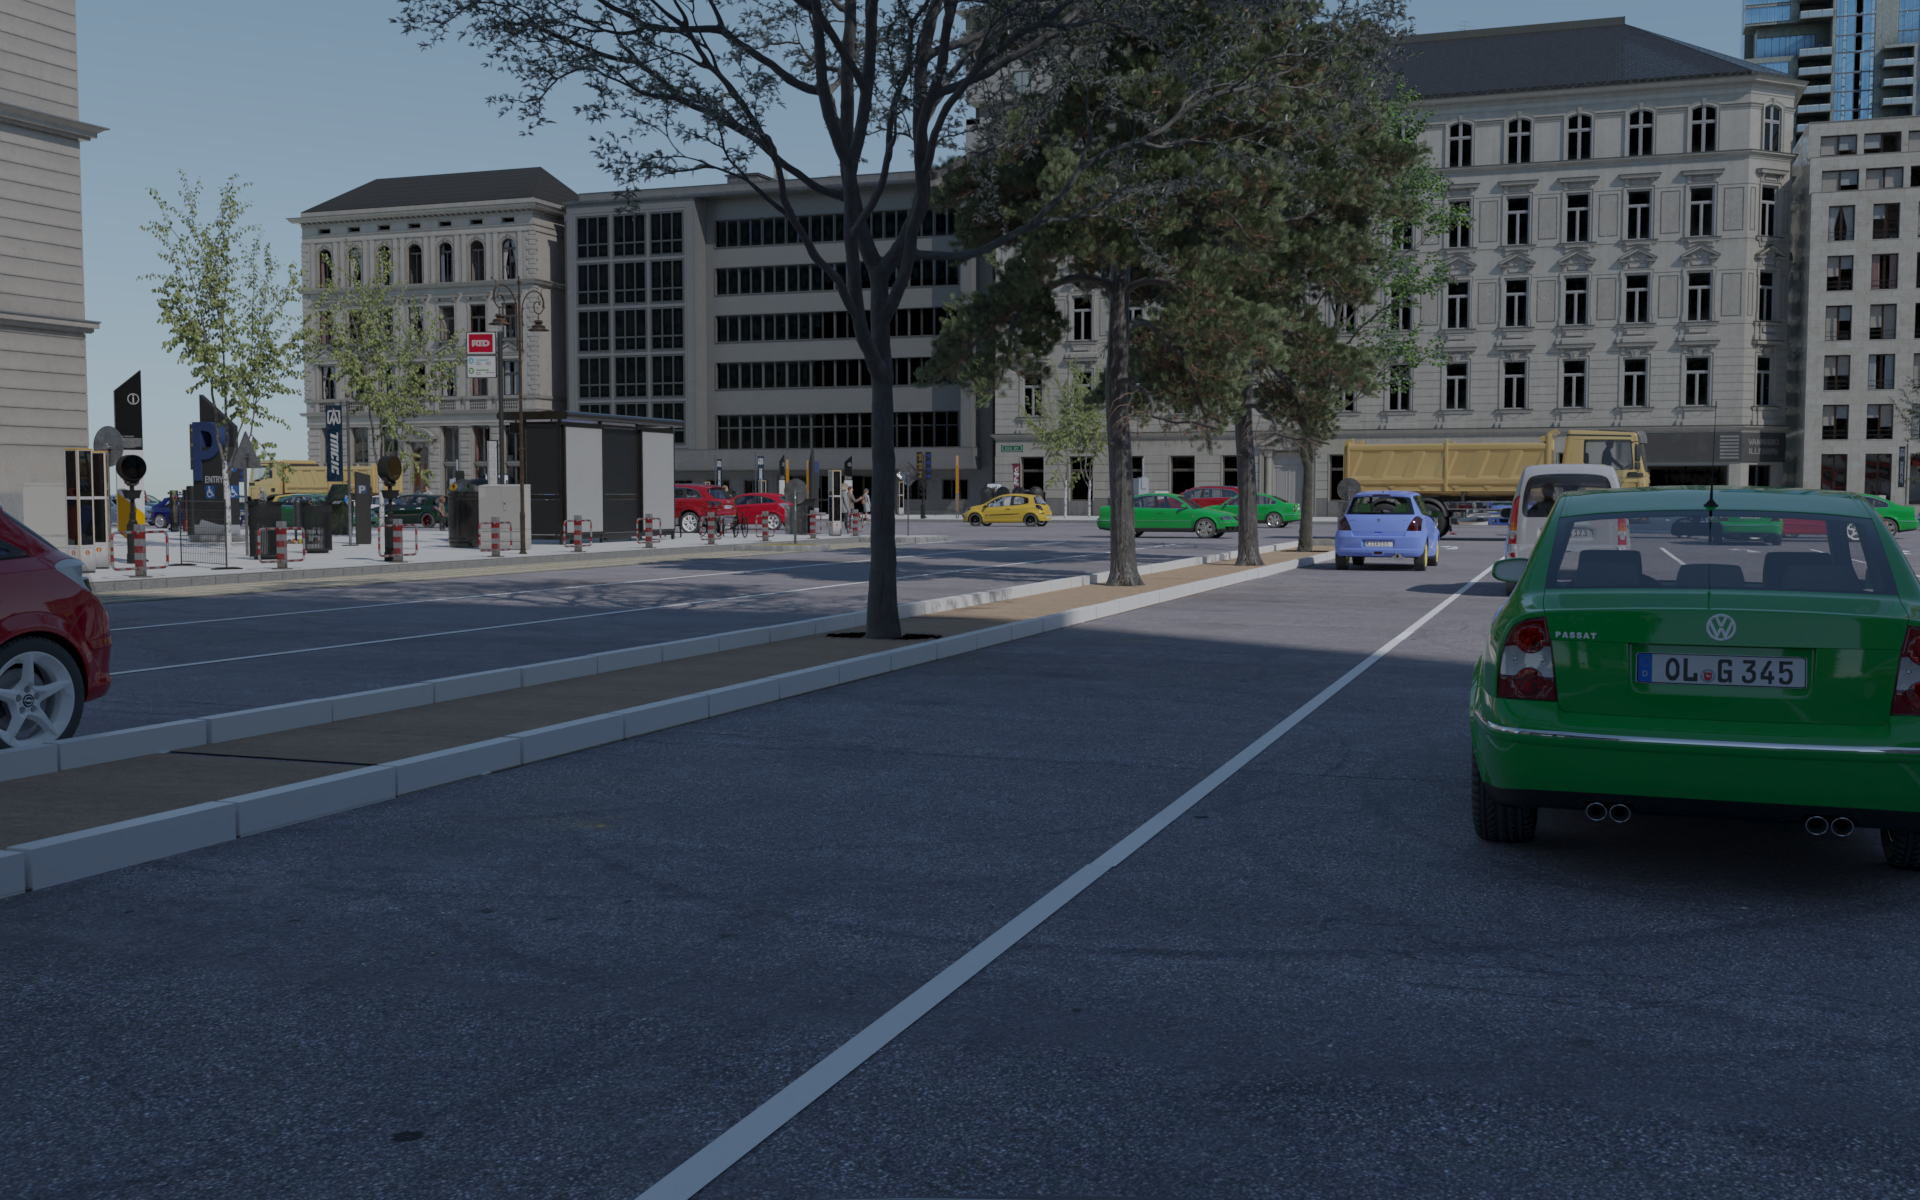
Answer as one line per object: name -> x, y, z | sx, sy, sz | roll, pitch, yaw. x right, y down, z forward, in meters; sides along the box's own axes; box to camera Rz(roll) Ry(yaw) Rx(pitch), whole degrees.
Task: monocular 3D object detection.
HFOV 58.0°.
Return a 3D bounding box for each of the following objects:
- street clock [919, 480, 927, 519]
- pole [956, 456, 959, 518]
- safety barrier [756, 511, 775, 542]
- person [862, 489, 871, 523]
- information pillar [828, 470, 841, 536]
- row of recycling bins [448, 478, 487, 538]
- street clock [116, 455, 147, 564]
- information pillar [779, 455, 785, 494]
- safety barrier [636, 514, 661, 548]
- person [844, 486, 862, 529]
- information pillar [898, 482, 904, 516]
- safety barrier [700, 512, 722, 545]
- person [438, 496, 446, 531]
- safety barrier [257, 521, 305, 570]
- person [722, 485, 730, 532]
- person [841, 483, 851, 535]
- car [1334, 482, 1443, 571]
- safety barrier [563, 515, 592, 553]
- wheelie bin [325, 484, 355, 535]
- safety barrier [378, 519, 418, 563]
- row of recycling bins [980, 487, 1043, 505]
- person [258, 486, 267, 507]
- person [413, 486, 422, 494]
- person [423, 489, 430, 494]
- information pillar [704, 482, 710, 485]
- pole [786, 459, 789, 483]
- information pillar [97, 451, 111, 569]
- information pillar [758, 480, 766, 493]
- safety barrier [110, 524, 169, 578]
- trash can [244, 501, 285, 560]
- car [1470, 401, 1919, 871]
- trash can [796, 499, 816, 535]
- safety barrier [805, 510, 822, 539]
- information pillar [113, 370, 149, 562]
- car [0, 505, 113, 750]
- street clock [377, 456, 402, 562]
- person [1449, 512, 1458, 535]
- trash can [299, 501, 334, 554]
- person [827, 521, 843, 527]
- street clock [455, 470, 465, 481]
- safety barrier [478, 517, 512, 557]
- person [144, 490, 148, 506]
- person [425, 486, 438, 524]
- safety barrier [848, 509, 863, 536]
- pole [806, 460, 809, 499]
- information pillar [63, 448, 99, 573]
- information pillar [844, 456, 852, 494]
street clock -> -1.924, -5.206, 89.690 | 0.358, 2.002, 0.471 | 2, 4, 30
pole -> -0.145, -5.979, 91.593 | 0.158, 3.312, 0.155 | 0, 3, 0
safety barrier -> -5.253, -1.986, 46.743 | 0.300, 0.817, 1.120 | 1, 4, 20
person -> -4.687, -4.713, 86.567 | 0.512, 1.701, 0.522 | 3, 5, 45
information pillar -> -3.835, -2.971, 53.069 | 0.304, 2.012, 0.304 | -2, 4, -30
row of recycling bins -> -13.207, -2.446, 47.099 | 1.069, 1.692, 3.534 | -2, 4, -25
street clock -> -15.222, -1.669, 31.857 | 0.358, 2.002, 0.471 | 3, 5, 44
information pillar -> -10.642, -6.863, 103.571 | 0.183, 3.616, 0.504 | 2, 4, 29
safety barrier -> -7.356, -1.632, 40.961 | 0.300, 0.817, 1.120 | 1, 4, 20
person -> -4.416, -3.810, 71.321 | 0.750, 1.759, 0.617 | -2, 4, -30
information pillar -> -3.545, -6.054, 103.467 | 0.304, 2.012, 0.304 | -1, 4, -20
safety barrier -> -6.300, -1.810, 43.862 | 0.300, 0.817, 1.120 | 1, 4, 20
person -> -19.649, -3.268, 65.833 | 0.340, 1.345, 0.435 | -1, 4, -18
safety barrier -> -11.530, -0.928, 29.446 | 0.300, 0.817, 1.120 | 1, 4, 20
person -> -8.761, -3.409, 64.790 | 0.519, 1.759, 0.362 | 3, 5, 45
person -> -3.877, -2.971, 57.257 | 0.728, 1.800, 0.709 | -1, 4, -23
car -> 8.359, -1.475, 33.716 | 1.945, 1.707, 3.694 | 1, 4, 20
safety barrier -> -8.401, -1.456, 38.082 | 0.300, 0.817, 1.120 | 1, 4, 20
wheelie bin -> -19.528, -2.853, 54.562 | 0.980, 1.594, 0.693 | 1, 4, 17
safety barrier -> -10.488, -1.104, 32.325 | 0.300, 0.817, 1.120 | 1, 4, 20
row of recycling bins -> 2.848, -5.416, 95.671 | 3.534, 1.692, 1.069 | 1, 4, 10
person -> -32.280, -4.364, 80.032 | 0.537, 1.800, 0.526 | 3, 5, 42
person -> -27.835, -4.914, 88.833 | 0.794, 1.824, 0.713 | 1, 4, 19
person -> -25.866, -4.613, 84.120 | 0.606, 1.804, 0.583 | -2, 4, -28
information pillar -> -15.198, -6.085, 103.984 | 0.304, 2.012, 0.304 | -2, 4, -30
pole -> -10.160, -6.619, 102.057 | 0.158, 3.312, 0.155 | 0, 3, 0
information pillar -> -14.732, -1.537, 29.626 | 0.304, 2.012, 0.304 | -1, 4, -20
information pillar -> -10.646, -5.432, 93.304 | 0.304, 2.012, 0.304 | -3, 4, -36
safety barrier -> -12.575, -0.752, 26.567 | 0.300, 0.817, 1.120 | 1, 4, 20
trash can -> -13.607, -1.363, 33.931 | 0.748, 1.137, 0.748 | 0, 3, 0
car -> 3.464, 0.041, 8.124 | 1.959, 1.807, 4.718 | 1, 4, 21
trash can -> -4.878, -2.617, 54.445 | 0.748, 1.137, 0.748 | 0, 3, 0
safety barrier -> -4.211, -2.162, 49.622 | 0.300, 0.817, 1.120 | 1, 4, 20
information pillar -> -15.604, -2.521, 32.577 | 0.504, 3.616, 0.183 | -3, 4, -39
car -> -6.263, 0.055, 8.140 | 2.155, 1.783, 4.494 | 1, 4, 22
street clock -> -10.817, -1.732, 32.885 | 0.358, 2.002, 0.471 | 1, 4, 17
person -> 17.239, -3.058, 61.035 | 0.613, 1.512, 0.480 | -3, 5, -40
trash can -> -13.939, -1.584, 37.558 | 0.748, 1.137, 0.748 | 0, 3, 0
person -> -5.429, -4.099, 75.619 | 0.778, 1.811, 0.616 | -2, 4, -31
street clock -> -15.342, -2.974, 53.196 | 0.358, 2.002, 0.471 | -1, 4, -10
safety barrier -> -9.439, -1.280, 35.202 | 0.300, 0.817, 1.120 | 1, 4, 20
person -> -43.078, -4.971, 91.253 | 0.415, 1.643, 0.593 | 1, 4, 20
person -> -25.192, -4.531, 82.436 | 0.795, 1.843, 0.661 | -2, 4, -29
safety barrier -> -3.169, -2.338, 52.503 | 0.300, 0.817, 1.120 | 1, 4, 20
pole -> -9.172, -6.778, 104.661 | 0.158, 3.312, 0.155 | 0, 3, 0
information pillar -> -14.249, -1.440, 28.039 | 0.304, 2.012, 0.304 | 1, 4, 23
information pillar -> -6.752, -6.939, 104.813 | 0.504, 3.616, 0.183 | -1, 4, -8
